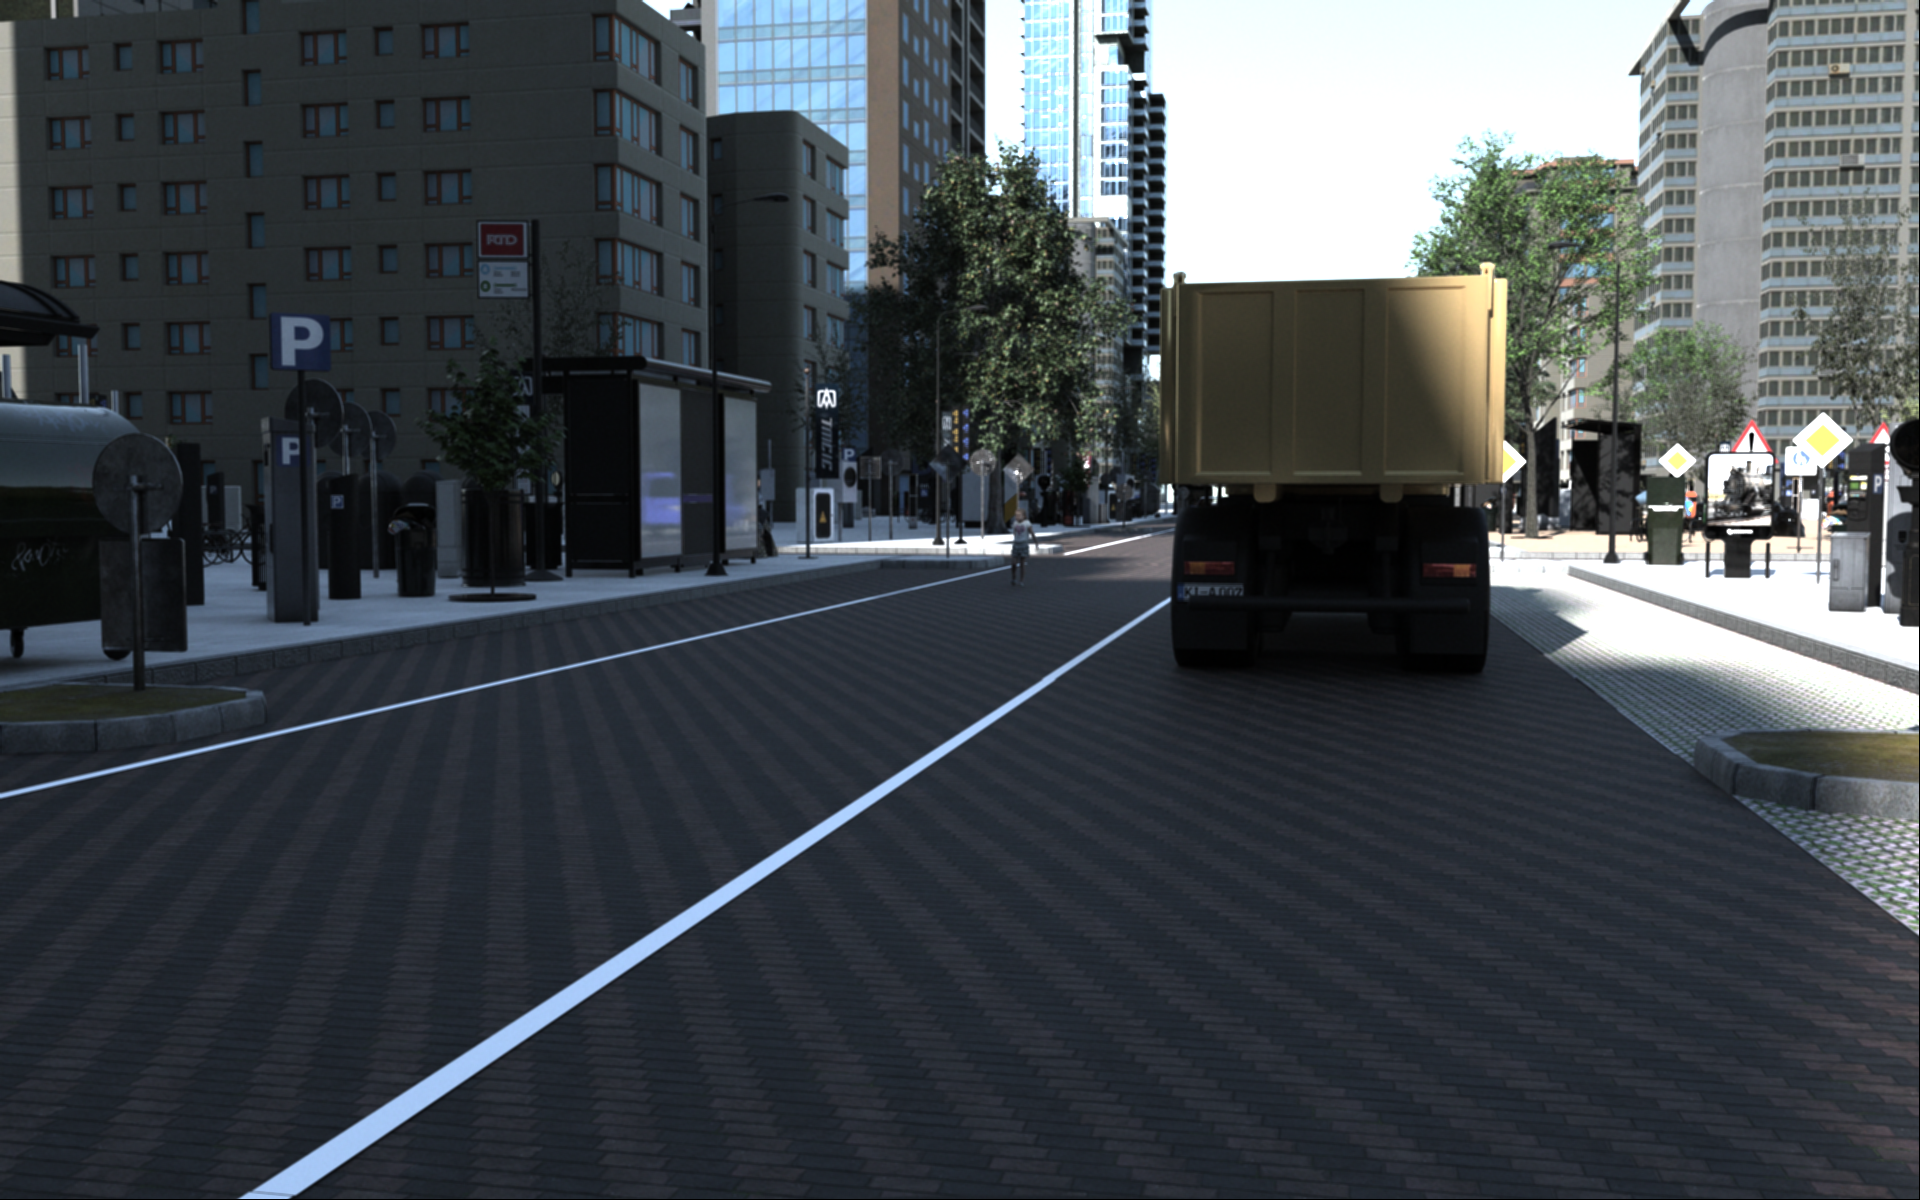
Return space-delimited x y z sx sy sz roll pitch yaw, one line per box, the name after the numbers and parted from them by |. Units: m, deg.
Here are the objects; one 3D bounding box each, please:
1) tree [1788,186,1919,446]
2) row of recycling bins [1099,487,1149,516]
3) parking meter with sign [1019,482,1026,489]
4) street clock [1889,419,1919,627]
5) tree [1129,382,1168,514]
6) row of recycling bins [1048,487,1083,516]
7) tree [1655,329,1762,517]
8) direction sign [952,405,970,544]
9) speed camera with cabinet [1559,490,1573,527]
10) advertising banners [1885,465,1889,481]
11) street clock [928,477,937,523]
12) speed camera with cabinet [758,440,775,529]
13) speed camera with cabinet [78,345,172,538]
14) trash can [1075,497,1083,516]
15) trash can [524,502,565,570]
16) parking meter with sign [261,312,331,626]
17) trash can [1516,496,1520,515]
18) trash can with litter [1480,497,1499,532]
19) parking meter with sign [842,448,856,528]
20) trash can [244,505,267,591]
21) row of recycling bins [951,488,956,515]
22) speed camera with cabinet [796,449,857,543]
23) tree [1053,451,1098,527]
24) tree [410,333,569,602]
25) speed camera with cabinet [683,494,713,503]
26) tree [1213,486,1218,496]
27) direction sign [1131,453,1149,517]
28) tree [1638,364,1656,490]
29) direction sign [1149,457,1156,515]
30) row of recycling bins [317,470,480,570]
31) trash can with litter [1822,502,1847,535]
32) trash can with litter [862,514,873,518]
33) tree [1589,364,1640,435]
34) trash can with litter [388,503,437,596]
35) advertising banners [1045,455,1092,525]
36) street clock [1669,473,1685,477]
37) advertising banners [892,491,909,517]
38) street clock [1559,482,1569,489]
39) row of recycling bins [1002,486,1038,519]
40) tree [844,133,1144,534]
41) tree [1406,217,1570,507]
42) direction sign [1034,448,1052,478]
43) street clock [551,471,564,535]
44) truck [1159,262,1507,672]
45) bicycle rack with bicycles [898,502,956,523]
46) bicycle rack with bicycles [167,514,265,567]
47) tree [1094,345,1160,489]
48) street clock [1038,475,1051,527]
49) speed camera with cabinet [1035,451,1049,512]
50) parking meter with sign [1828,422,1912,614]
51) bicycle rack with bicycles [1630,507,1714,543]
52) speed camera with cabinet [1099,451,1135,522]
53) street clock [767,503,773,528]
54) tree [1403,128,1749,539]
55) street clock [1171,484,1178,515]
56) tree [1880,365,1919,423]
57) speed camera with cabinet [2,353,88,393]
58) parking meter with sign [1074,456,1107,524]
21.835 -5.568 41.406 4.360 8.622 3.978 0 3 0 | tree
9.172 -5.705 100.394 3.534 1.692 1.069 0 4 0 | row of recycling bins
4.023 -7.140 112.996 0.543 3.016 1.738 0 4 -5 | parking meter with sign
9.231 -0.744 16.728 0.471 2.002 0.358 1 4 20 | street clock
12.968 -9.801 110.614 4.737 8.622 4.395 0 3 0 | tree
5.749 -5.916 103.831 3.534 1.692 1.069 2 4 32 | row of recycling bins
33.908 -7.784 77.631 4.360 8.622 3.978 0 3 0 | tree
0.020 -3.199 44.299 0.379 3.537 0.876 -2 4 -29 | direction sign
24.105 -4.475 67.502 2.038 3.252 0.660 -3 5 -41 | speed camera with cabinet
36.910 -4.538 70.377 0.090 3.025 2.074 -3 5 -40 | advertising banners
-1.132 -4.305 74.955 0.471 2.002 0.358 1 4 9 | street clock
-7.381 -4.232 63.530 0.660 3.252 2.038 -2 4 -25 | speed camera with cabinet
-11.722 -1.799 23.743 0.660 3.252 2.038 0 4 7 | speed camera with cabinet
7.056 -5.498 101.538 0.748 1.137 0.748 0 3 0 | trash can
-7.113 -1.096 29.571 0.748 1.137 0.748 0 3 0 | trash can
-6.772 -1.302 17.544 0.543 3.016 1.738 -2 4 -29 | parking meter with sign
34.150 -5.728 105.312 0.748 1.137 0.748 0 3 0 | trash can
17.818 -2.911 58.987 0.624 1.170 1.055 -2 4 -34 | trash can with litter
-4.255 -4.278 66.213 0.543 3.016 1.738 0 4 -5 | parking meter with sign
-9.151 -0.704 23.161 0.748 1.137 0.748 0 3 0 | trash can
1.101 -6.037 105.818 3.534 1.692 1.069 -1 4 -22 | row of recycling bins
-3.526 -3.155 45.920 0.660 3.252 2.038 2 4 32 | speed camera with cabinet
4.574 -4.461 67.531 1.663 3.219 1.824 0 3 0 | tree
-5.543 -1.612 20.952 1.663 3.219 1.824 0 3 0 | tree
-8.112 -3.630 53.691 2.038 3.252 0.660 0 3 0 | speed camera with cabinet
23.778 -14.716 157.618 9.611 12.733 9.660 0 3 0 | tree
9.890 -6.376 96.252 0.876 3.537 0.379 -1 4 -17 | direction sign
37.630 -8.502 89.371 4.360 8.622 3.978 0 3 0 | tree
11.547 -6.955 105.706 0.876 3.537 0.379 -1 4 -21 | direction sign
-9.464 -1.377 29.634 3.534 1.692 1.069 1 4 10 | row of recycling bins
12.957 -0.842 25.149 0.624 1.170 1.055 3 5 42 | trash can with litter
-5.581 -5.126 94.873 1.678 1.210 2.233 0 4 -1 | trash can with litter
37.403 -8.965 96.933 4.360 8.622 3.978 0 3 0 | tree
-6.972 -0.645 21.925 0.624 1.170 1.055 -2 4 -25 | trash can with litter
4.410 -4.573 70.949 2.074 3.025 0.090 1 4 15 | advertising banners
22.645 -3.071 54.780 0.358 2.002 0.471 -1 4 -20 | street clock
-2.987 -6.292 99.068 2.074 3.025 0.090 -1 4 -17 | advertising banners
36.255 -6.082 104.007 0.471 2.002 0.358 0 4 -5 | street clock
1.834 -4.709 84.105 3.534 1.692 1.069 0 4 -4 | row of recycling bins
1.094 -8.477 55.599 9.611 12.733 9.660 0 3 0 | tree
23.092 -10.621 80.305 9.857 13.997 8.962 0 3 0 | tree
4.039 -5.678 84.825 0.876 3.537 0.379 1 4 10 | direction sign
-12.713 -3.075 54.839 0.471 2.002 0.358 3 5 41 | street clock
3.828 -1.332 17.710 3.469 3.379 9.791 1 4 13 | truck
-1.324 -3.946 77.900 2.925 0.926 2.852 -3 5 -40 | bicycle rack with bicycles
-13.514 -1.075 30.957 2.852 0.926 2.925 2 4 35 | bicycle rack with bicycles
8.003 -8.227 84.880 4.360 8.622 3.978 0 3 0 | tree
3.271 -3.840 67.358 0.471 2.002 0.358 -3 4 -36 | street clock
3.831 -5.211 79.531 0.660 3.252 2.038 1 4 10 | speed camera with cabinet
10.275 -1.357 18.453 1.738 3.016 0.543 2 4 33 | parking meter with sign
19.147 -2.030 46.567 2.925 0.926 2.852 -2 4 -33 | bicycle rack with bicycles
7.183 -5.211 79.531 0.660 3.252 2.038 3 5 43 | speed camera with cabinet
-7.173 -3.715 65.303 0.358 2.002 0.471 -2 4 -25 | street clock
16.361 -7.579 49.677 9.928 11.665 9.643 0 3 0 | tree
13.093 -6.156 105.220 0.471 2.002 0.358 -1 4 -19 | street clock
53.138 -8.910 96.043 4.737 8.622 4.395 0 3 0 | tree
-12.981 -1.882 25.113 2.038 3.252 0.660 -2 4 -24 | speed camera with cabinet
5.596 -4.740 73.768 0.543 3.016 1.738 3 5 41 | parking meter with sign
